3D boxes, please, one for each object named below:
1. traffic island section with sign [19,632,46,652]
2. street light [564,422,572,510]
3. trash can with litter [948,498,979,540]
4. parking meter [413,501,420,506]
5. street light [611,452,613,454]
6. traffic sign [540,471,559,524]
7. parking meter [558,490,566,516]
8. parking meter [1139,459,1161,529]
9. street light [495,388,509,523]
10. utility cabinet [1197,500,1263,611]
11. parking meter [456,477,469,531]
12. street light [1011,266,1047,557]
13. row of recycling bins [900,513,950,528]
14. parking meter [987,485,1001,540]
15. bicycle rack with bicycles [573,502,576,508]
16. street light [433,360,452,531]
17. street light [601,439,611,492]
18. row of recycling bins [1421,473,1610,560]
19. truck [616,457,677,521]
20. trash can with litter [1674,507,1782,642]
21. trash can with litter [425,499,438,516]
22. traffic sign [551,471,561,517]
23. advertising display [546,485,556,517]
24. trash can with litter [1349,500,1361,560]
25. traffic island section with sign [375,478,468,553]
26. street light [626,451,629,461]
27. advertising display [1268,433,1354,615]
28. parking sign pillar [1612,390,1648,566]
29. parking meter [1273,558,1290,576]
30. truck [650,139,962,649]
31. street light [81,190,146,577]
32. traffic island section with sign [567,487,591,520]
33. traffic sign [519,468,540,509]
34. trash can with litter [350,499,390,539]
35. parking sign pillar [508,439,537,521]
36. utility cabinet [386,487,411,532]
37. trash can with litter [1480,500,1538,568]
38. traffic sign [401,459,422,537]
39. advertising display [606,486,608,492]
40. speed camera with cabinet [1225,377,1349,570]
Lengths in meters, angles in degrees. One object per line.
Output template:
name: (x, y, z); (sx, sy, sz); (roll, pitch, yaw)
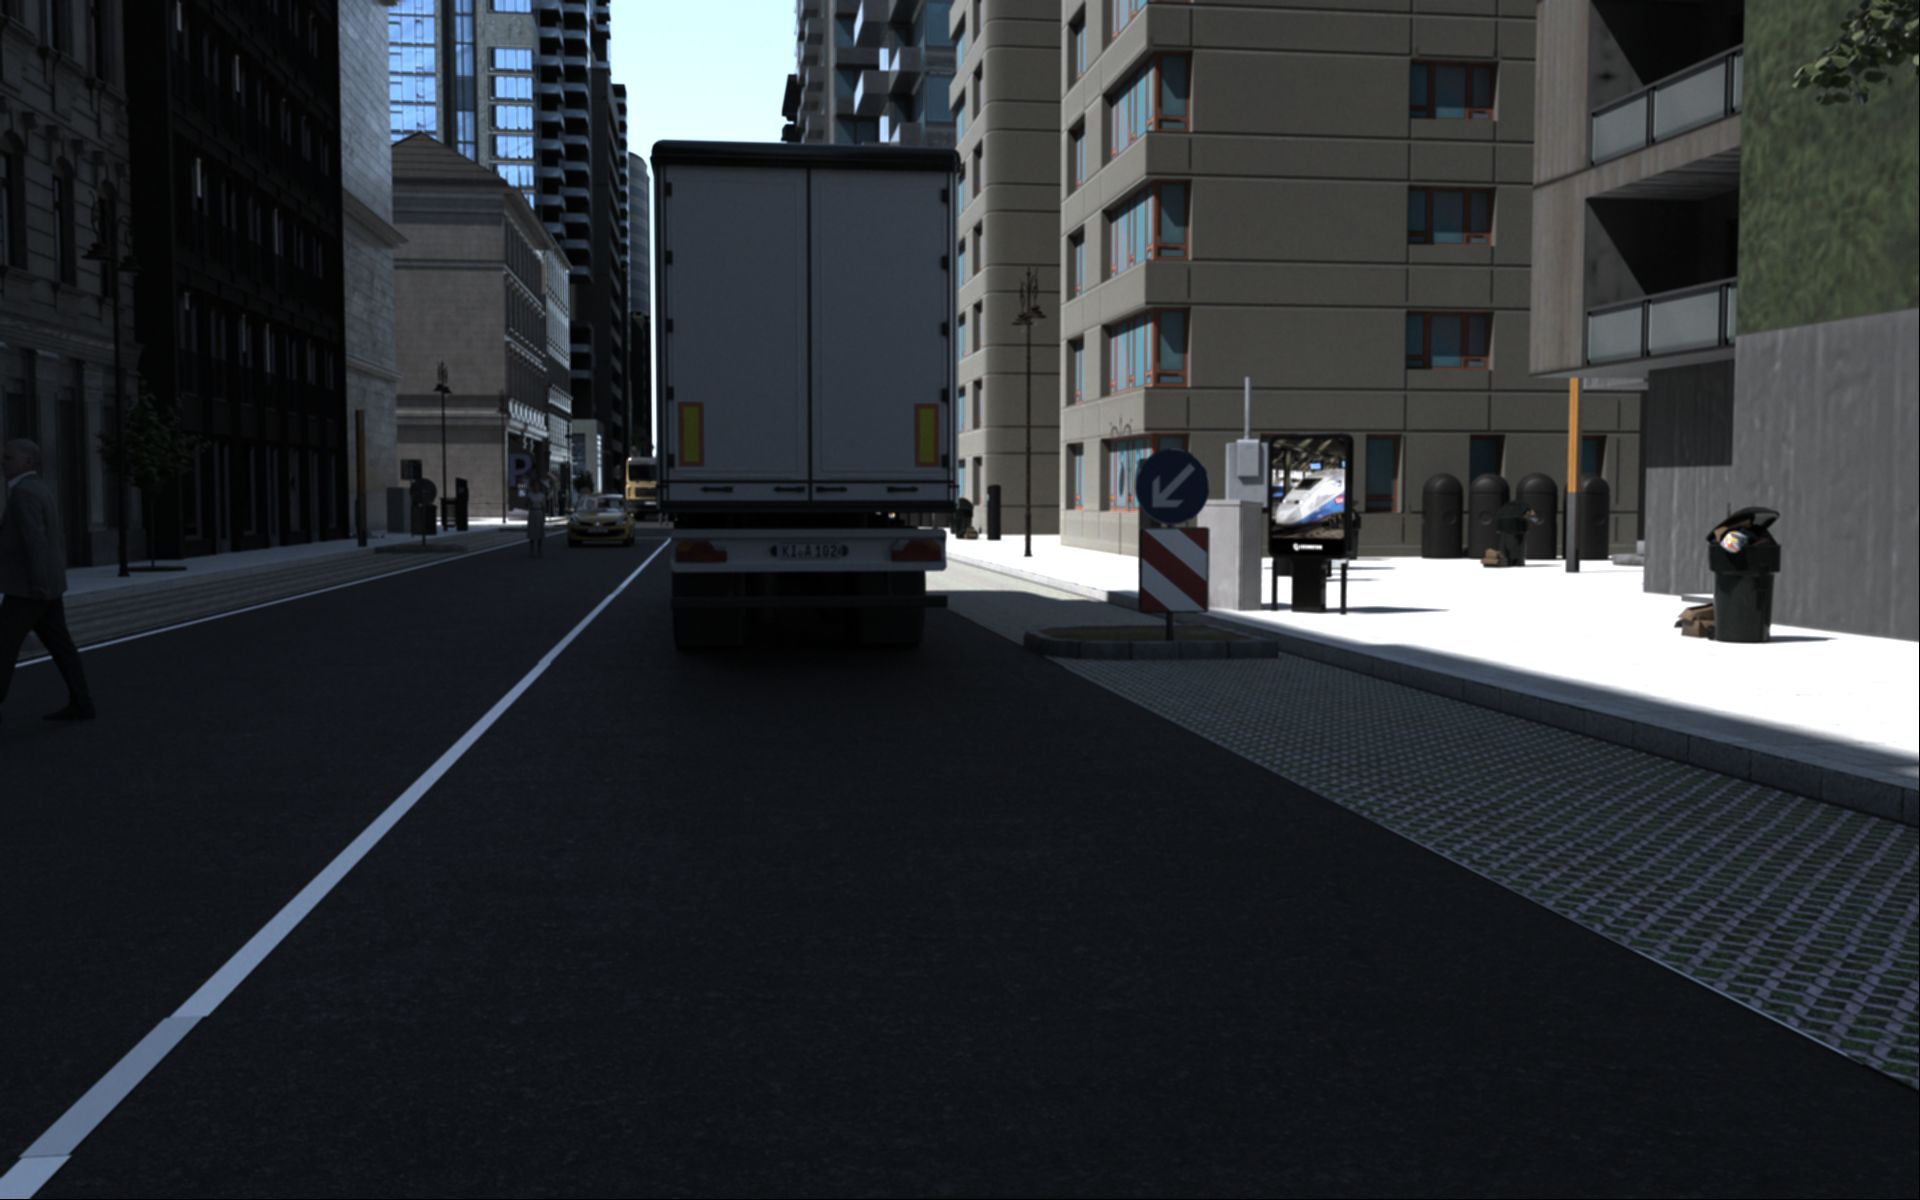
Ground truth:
traffic island section with sign: (-9.454, -0.446, 15.913); (1.989, 1.847, 2.006); (0, 4, -8)
street light: (-24.569, -8.318, 108.792); (0.468, 5.910, 1.993); (0, 4, -8)
trash can with litter: (0.245, -2.315, 49.236); (0.624, 1.170, 1.055); (-2, 4, -26)
parking meter: (-19.204, -3.224, 61.125); (0.372, 1.533, 0.369); (0, 3, 0)
street light: (-30.458, -10.878, 150.646); (0.468, 5.910, 1.993); (0, 4, -8)
traffic sign: (-17.754, -4.361, 74.946); (0.795, 2.450, 0.064); (0, 4, -8)
parking meter: (-26.583, -6.579, 115.978); (0.372, 1.533, 0.369); (0, 3, 0)
parking meter: (3.156, -1.408, 28.733); (0.255, 1.863, 0.399); (2, 4, 32)
street light: (-19.971, -6.295, 75.719); (0.468, 5.910, 1.993); (0, 4, -8)
utility cabinet: (3.026, -0.508, 19.470); (0.306, 1.237, 1.020); (-1, 4, -20)
parking meter: (-17.289, -3.331, 60.179); (0.399, 1.863, 0.255); (0, 4, -6)
street light: (1.396, -3.827, 35.359); (0.468, 5.910, 1.993); (0, 4, -8)
row of recycling bins: (-1.313, -3.666, 67.053); (1.069, 1.692, 3.534); (-3, 4, -37)
parking meter: (0.949, -2.429, 48.122); (0.372, 1.533, 0.369); (0, 3, 0)
bicycle rack with bicycles: (-31.589, -7.784, 140.652); (2.852, 0.926, 2.925); (1, 4, 14)
street light: (-17.882, -5.335, 60.007); (0.468, 5.910, 1.993); (0, 4, -8)
street light: (-29.274, -10.382, 142.531); (0.468, 5.910, 1.993); (0, 4, -8)
row of recycling bins: (10.928, -1.654, 34.154); (3.534, 1.692, 1.069); (1, 4, 17)
truck: (-16.530, -5.951, 93.219); (3.469, 3.379, 9.791); (0, 4, -8)
trash can with litter: (6.706, -0.237, 15.269); (0.624, 1.170, 1.055); (-1, 4, -13)
trash can with litter: (-22.991, -3.855, 74.413); (1.055, 1.170, 0.624); (-1, 4, -18)
traffic sign: (-22.317, -5.810, 95.106); (0.768, 2.556, 0.104); (0, 4, -1)
advertising display: (-22.673, -5.553, 96.013); (0.123, 1.923, 0.974); (-3, 4, -37)
trash can with litter: (7.290, -1.374, 33.845); (1.055, 1.170, 0.624); (2, 4, 33)
traffic island section with sign: (-13.221, -2.080, 42.637); (1.989, 1.847, 2.006); (0, 4, -8)
street light: (-35.169, -12.905, 183.791); (0.468, 5.910, 1.993); (0, 4, -8)
advertising display: (3.776, -0.825, 18.697); (0.974, 1.923, 0.123); (3, 5, 42)
parking sign pillar: (12.550, -2.612, 31.172); (1.447, 3.967, 1.447); (2, 4, 30)
parking meter: (5.090, -1.143, 27.101); (0.372, 1.533, 0.369); (0, 3, 0)
truck: (-1.971, -1.866, 19.422); (2.839, 4.237, 11.283); (0, 4, -8)
street light: (-13.010, -3.302, 26.770); (0.468, 5.910, 1.993); (0, 4, -8)
traffic island section with sign: (-20.792, -5.363, 96.311); (1.989, 1.847, 2.006); (0, 4, -8)
traffic sign: (-16.638, -3.877, 67.039); (0.795, 2.450, 0.064); (0, 4, -8)
trash can with litter: (-17.322, -2.417, 50.568); (1.678, 1.210, 2.233); (0, 4, -6)
parking sign pillar: (-21.154, -5.827, 83.741); (1.447, 3.967, 1.447); (0, 4, -3)
utility cabinet: (-18.566, -2.979, 57.377); (0.318, 1.500, 1.173); (-3, 5, -45)
trash can with litter: (9.655, -1.169, 30.500); (1.055, 1.170, 0.624); (-3, 5, -44)
traffic sign: (-16.227, -3.005, 51.260); (0.606, 2.300, 0.079); (0, 4, -7)
advertising display: (-29.728, -8.607, 145.935); (0.123, 1.923, 0.974); (-1, 4, -11)
speed camera with cabinet: (5.575, -2.151, 29.509); (2.038, 3.252, 0.660); (0, 4, 4)
